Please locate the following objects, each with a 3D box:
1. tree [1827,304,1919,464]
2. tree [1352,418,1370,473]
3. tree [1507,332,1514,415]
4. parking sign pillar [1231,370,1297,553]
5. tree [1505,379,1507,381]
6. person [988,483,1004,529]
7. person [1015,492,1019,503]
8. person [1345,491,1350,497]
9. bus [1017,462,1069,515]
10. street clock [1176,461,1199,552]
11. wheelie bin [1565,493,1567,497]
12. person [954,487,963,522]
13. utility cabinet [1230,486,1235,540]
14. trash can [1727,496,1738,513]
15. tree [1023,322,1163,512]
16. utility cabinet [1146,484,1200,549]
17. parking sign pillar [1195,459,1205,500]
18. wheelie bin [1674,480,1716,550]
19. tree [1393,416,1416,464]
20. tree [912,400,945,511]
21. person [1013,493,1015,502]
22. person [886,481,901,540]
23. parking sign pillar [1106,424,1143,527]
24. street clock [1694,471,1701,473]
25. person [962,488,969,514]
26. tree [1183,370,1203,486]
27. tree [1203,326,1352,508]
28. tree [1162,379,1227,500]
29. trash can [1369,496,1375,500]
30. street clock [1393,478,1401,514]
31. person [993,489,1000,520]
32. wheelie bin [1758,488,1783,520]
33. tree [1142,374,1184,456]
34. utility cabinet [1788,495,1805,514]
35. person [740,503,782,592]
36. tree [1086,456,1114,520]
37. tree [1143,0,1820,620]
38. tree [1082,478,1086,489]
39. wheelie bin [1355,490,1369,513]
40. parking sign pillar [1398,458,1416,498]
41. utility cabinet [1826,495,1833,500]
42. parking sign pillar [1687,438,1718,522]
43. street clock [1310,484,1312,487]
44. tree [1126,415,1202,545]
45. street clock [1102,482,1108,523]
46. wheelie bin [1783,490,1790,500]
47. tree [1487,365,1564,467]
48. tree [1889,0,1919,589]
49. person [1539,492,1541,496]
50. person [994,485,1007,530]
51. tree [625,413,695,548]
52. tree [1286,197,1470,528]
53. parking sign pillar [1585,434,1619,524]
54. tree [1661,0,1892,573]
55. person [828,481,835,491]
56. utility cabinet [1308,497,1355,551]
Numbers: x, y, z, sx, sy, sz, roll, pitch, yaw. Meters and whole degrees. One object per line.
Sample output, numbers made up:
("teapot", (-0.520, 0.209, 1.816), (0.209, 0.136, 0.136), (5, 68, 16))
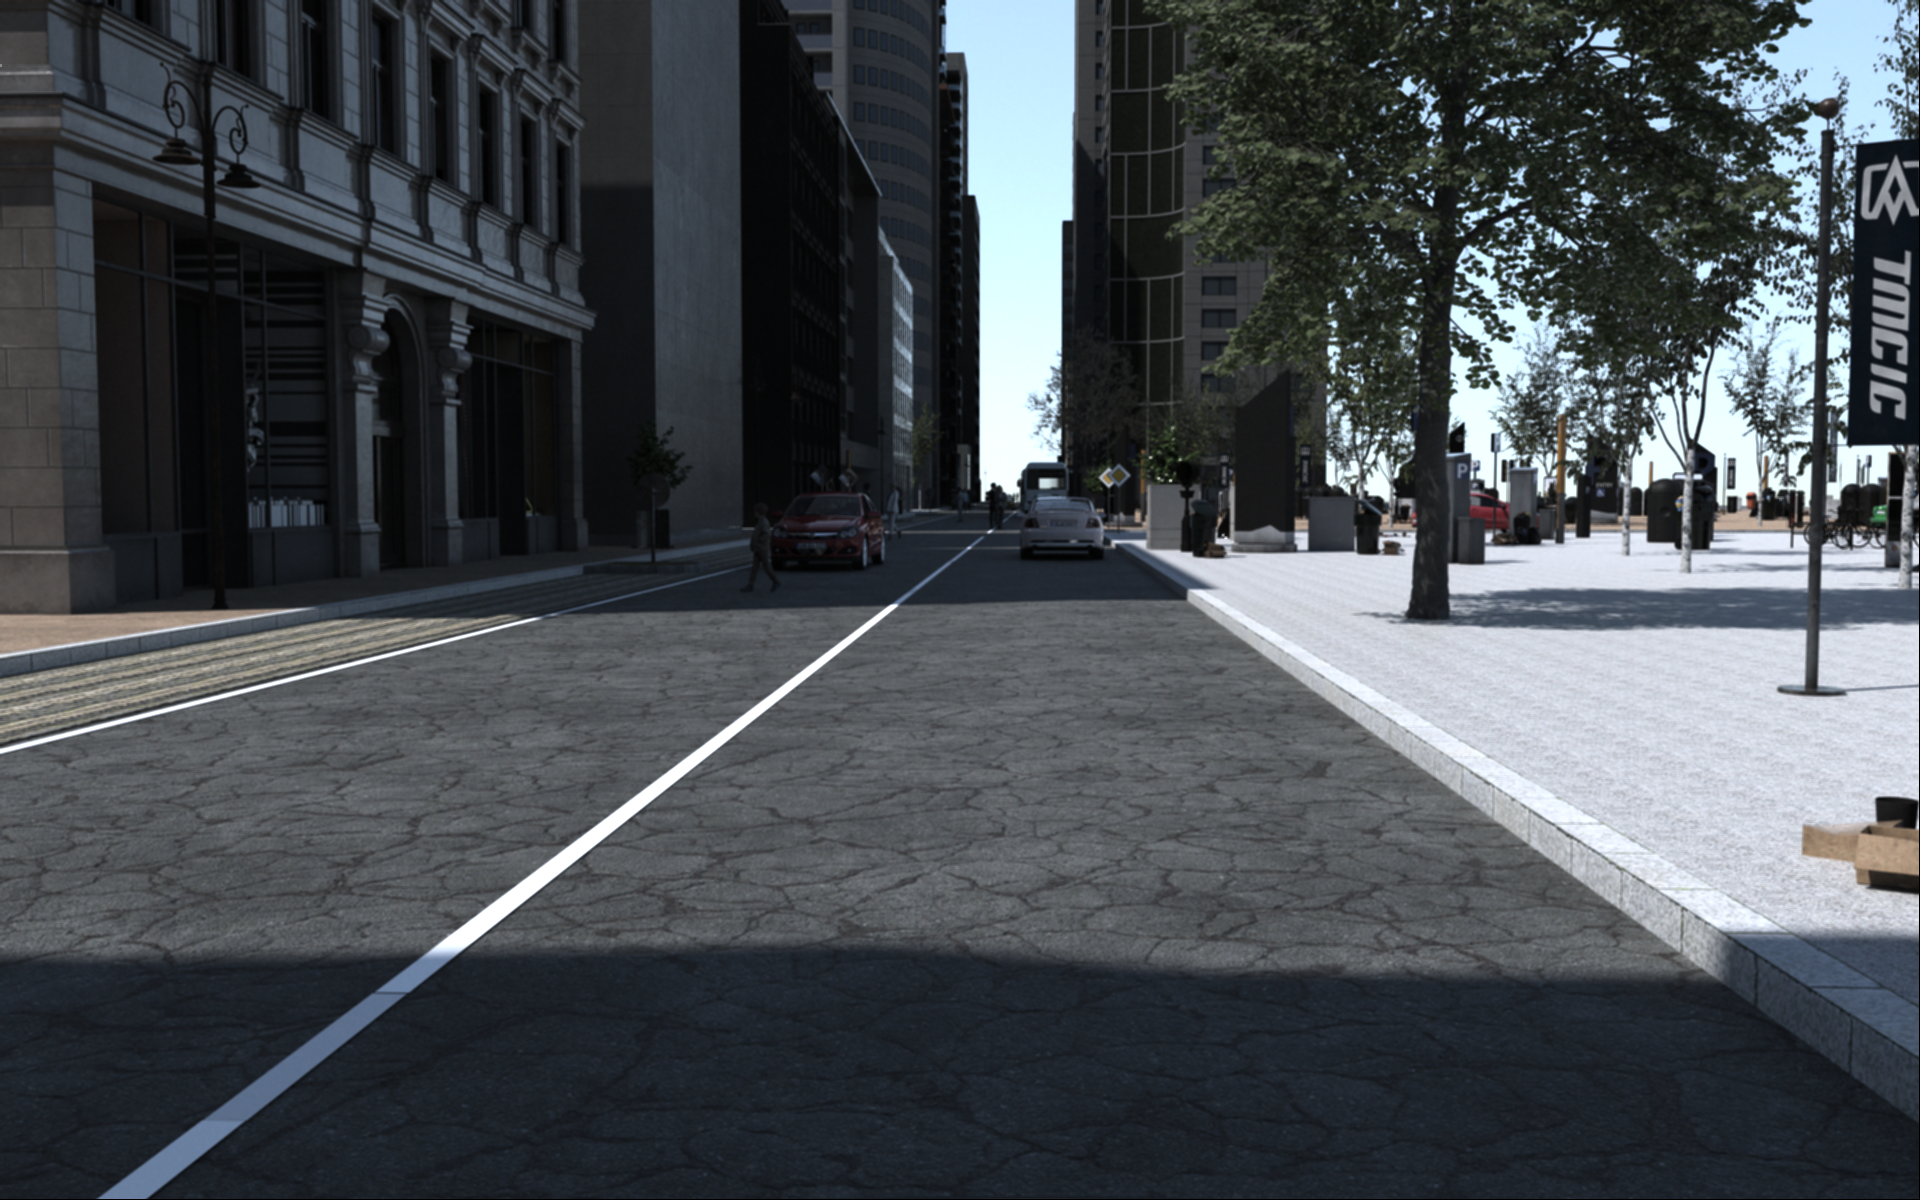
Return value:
("tree", (28.639, -6.244, 52.459), (4.737, 8.622, 4.395), (0, 3, 0))
("tree", (26.825, -10.496, 121.972), (4.360, 8.622, 3.978), (0, 3, 0))
("tree", (13.997, -5.245, 36.110), (4.360, 8.622, 3.978), (0, 3, 0))
("parking sign pillar", (6.738, -3.045, 38.251), (1.447, 3.967, 1.447), (3, 5, 41))
("tree", (23.914, -7.310, 69.879), (4.360, 8.622, 3.978), (0, 3, 0))
("person", (1.458, -3.915, 71.876), (0.474, 1.900, 0.648), (-3, 4, -36))
("person", (8.960, -16.091, 272.417), (0.721, 1.723, 1.217), (2, 4, 28))
("person", (48.926, -12.880, 219.182), (1.348, 1.812, 0.705), (2, 4, 33))
("bus", (5.075, -6.822, 106.406), (2.948, 3.499, 13.247), (0, 4, 1))
("street clock", (5.029, -2.067, 38.370), (0.471, 2.002, 0.358), (3, 5, 44))
("wheelie bin", (44.484, -7.367, 128.356), (0.980, 1.594, 0.693), (0, 4, -1))
("person", (-0.080, -4.940, 89.447), (0.466, 1.800, 0.511), (0, 4, 3))
("utility cabinet", (7.841, -2.340, 46.940), (0.318, 1.500, 1.173), (-2, 4, -35))
("trash can", (52.149, -6.442, 116.976), (0.748, 1.137, 0.748), (0, 3, 0))
("tree", (9.521, -13.111, 124.727), (12.009, 13.543, 11.850), (0, 3, 0))
("utility cabinet", (4.912, -1.914, 39.970), (1.173, 1.500, 0.318), (-1, 4, -11))
("parking sign pillar", (15.784, -7.682, 114.070), (1.447, 3.967, 1.447), (0, 4, 0))
("wheelie bin", (16.990, -1.961, 39.973), (0.980, 1.594, 0.693), (-2, 4, -28))
("tree", (35.721, -11.285, 134.878), (4.360, 8.622, 3.978), (0, 3, 0))
("tree", (-3.340, -11.245, 134.224), (4.737, 8.622, 4.395), (0, 3, 0))
("person", (7.525, -14.031, 239.368), (0.415, 1.643, 0.593), (-3, 4, -36))
("person", (-2.055, -2.800, 54.153), (0.514, 1.842, 0.818), (3, 5, 43))
("parking sign pillar", (6.390, -4.821, 67.301), (1.447, 3.967, 1.447), (-1, 4, -15))
("street clock", (22.981, -3.027, 54.055), (0.471, 2.002, 0.358), (1, 4, 16))
("person", (0.333, -7.084, 124.182), (0.638, 1.841, 0.748), (-1, 4, -12))
("tree", (14.930, -8.902, 95.917), (4.360, 8.622, 3.978), (0, 3, 0))
("tree", (13.376, -7.511, 73.161), (4.360, 8.622, 3.978), (0, 3, 0))
("tree", (15.120, -9.799, 110.571), (4.737, 8.622, 4.395), (0, 3, 0))
("trash can", (31.913, -7.467, 133.732), (0.748, 1.137, 0.748), (0, 3, 0))
("street clock", (19.696, -4.498, 78.104), (0.358, 2.002, 0.471), (1, 4, 23))
("person", (2.026, -5.244, 94.101), (0.748, 1.841, 0.638), (-1, 4, -22))
("wheelie bin", (39.554, -4.704, 84.812), (0.693, 1.594, 0.980), (0, 4, -1))
("tree", (13.005, -9.325, 102.827), (4.360, 8.622, 3.978), (0, 3, 0))
("utility cabinet", (53.356, -6.082, 110.596), (1.020, 1.237, 0.306), (2, 4, 35))
("person", (-2.900, -0.771, 25.377), (0.640, 1.303, 0.475), (-2, 4, -35))
("tree", (7.657, -5.666, 87.241), (1.663, 3.219, 1.824), (0, 3, 0))
("tree", (5.196, -6.095, 17.786), (7.486, 12.596, 7.792), (0, 3, 0))
("tree", (8.607, -6.735, 104.719), (1.663, 3.219, 1.824), (0, 3, 0))
("wheelie bin", (20.947, -5.034, 90.221), (0.693, 1.594, 0.980), (0, 4, 6))
("parking sign pillar", (31.337, -8.124, 121.299), (1.447, 3.967, 1.447), (0, 4, -3))
("utility cabinet", (59.964, -6.664, 120.124), (1.020, 1.237, 0.306), (2, 4, 28))
("parking sign pillar", (34.643, -5.653, 80.904), (1.447, 3.967, 1.447), (0, 4, -1))
("street clock", (25.771, -7.446, 126.304), (0.471, 2.002, 0.358), (-3, 4, -37))
("tree", (5.164, -2.918, 42.307), (1.663, 3.219, 1.824), (0, 3, 0))
("street clock", (6.595, -4.497, 78.098), (0.358, 2.002, 0.471), (-1, 4, -17))
("wheelie bin", (57.448, -6.908, 120.847), (0.693, 1.594, 0.980), (-2, 4, -30))
("tree", (32.434, -9.124, 99.539), (4.737, 8.622, 4.395), (0, 3, 0))
("tree", (12.839, -4.474, 23.521), (4.360, 8.622, 3.978), (0, 3, 0))
("person", (72.487, -12.700, 216.925), (0.721, 1.735, 1.217), (1, 4, 15))
("person", (1.655, -3.757, 70.104), (0.537, 1.800, 0.526), (0, 4, 0))
("tree", (-7.349, -2.847, 41.155), (1.663, 3.219, 1.824), (0, 3, 0))
("tree", (9.773, -5.606, 42.016), (4.737, 8.622, 4.395), (0, 3, 0))
("parking sign pillar", (28.651, -5.459, 77.724), (1.447, 3.967, 1.447), (0, 4, 1))
("tree", (11.799, -4.760, 28.191), (4.360, 8.622, 3.978), (0, 3, 0))
("person", (-3.717, -2.481, 49.338), (0.520, 1.790, 0.573), (-1, 4, -17))
("utility cabinet", (8.365, -1.701, 38.974), (1.020, 1.237, 0.306), (1, 4, 13))
